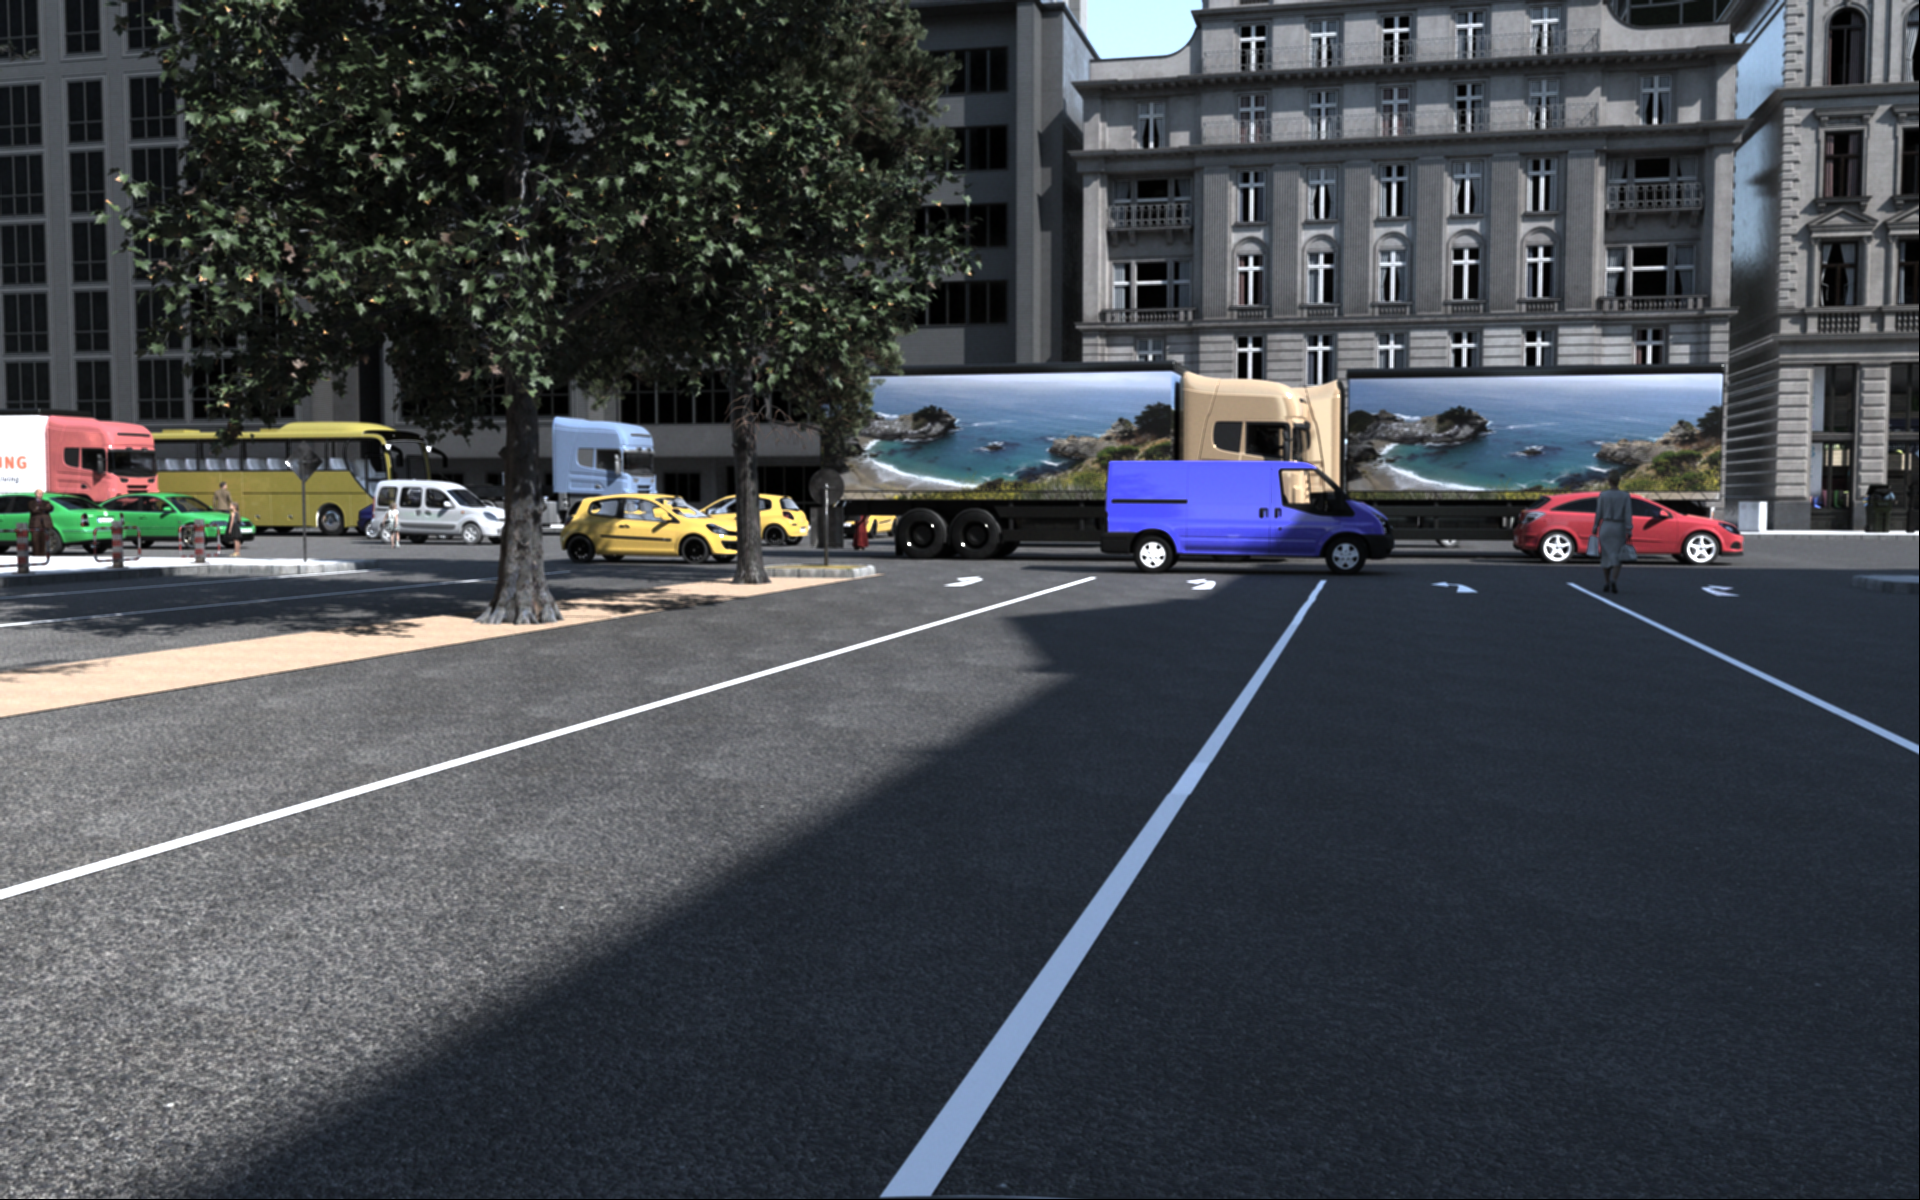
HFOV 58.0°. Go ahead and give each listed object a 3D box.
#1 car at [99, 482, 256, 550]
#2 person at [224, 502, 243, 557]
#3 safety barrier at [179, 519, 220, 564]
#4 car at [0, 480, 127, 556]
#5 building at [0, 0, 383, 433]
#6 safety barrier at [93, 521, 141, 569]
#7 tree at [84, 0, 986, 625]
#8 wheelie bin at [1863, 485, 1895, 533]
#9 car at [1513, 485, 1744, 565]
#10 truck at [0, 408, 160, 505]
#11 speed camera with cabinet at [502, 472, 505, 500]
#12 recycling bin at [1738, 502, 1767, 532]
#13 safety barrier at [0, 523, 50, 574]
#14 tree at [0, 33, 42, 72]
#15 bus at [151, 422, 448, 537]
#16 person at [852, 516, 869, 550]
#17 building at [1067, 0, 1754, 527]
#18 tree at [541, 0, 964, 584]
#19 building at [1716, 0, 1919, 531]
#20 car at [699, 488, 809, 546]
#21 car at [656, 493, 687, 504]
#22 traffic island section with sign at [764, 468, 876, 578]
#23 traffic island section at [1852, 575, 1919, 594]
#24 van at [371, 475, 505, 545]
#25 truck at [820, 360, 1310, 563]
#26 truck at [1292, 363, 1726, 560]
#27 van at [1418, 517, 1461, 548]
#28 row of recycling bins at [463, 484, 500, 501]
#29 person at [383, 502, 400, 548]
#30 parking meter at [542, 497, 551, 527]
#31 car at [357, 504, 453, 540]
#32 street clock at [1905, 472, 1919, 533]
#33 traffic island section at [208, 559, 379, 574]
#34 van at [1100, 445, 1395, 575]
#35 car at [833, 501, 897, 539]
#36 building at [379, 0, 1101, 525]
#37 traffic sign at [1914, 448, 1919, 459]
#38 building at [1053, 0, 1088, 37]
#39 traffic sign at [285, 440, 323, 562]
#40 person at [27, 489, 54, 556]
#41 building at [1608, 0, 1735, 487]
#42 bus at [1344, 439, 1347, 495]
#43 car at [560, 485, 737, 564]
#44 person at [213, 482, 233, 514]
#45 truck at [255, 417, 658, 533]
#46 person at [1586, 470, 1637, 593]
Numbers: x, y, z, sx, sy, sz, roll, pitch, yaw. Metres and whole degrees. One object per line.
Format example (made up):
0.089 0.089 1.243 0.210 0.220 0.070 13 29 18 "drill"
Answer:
-20.950 -2.261 45.767 4.718 1.807 1.959 1 4 13 "car"
-16.696 -1.627 39.777 0.373 1.253 0.362 0 4 -2 "person"
-14.037 -1.083 31.977 0.300 0.817 1.120 1 4 14 "safety barrier"
-22.377 -1.993 41.388 4.718 1.807 1.959 1 4 12 "car"
-36.194 -17.644 81.987 24.014 27.812 14.314 1 4 14 "building"
-14.542 -0.955 29.895 0.300 0.817 1.120 1 4 14 "safety barrier"
-4.860 -6.094 19.110 9.611 12.733 9.660 0 3 0 "tree"
30.671 -3.049 57.756 0.980 1.594 0.693 0 4 4 "wheelie bin"
13.816 -1.641 35.865 4.494 1.783 2.155 1 4 14 "car"
-31.966 -4.244 58.297 11.283 4.237 2.839 1 4 13 "truck"
-17.245 -4.549 68.719 2.038 3.252 0.660 2 4 33 "speed camera with cabinet"
26.726 -2.804 58.402 0.722 1.027 0.722 3 5 42 "recycling bin"
-15.053 -0.828 27.817 0.300 0.817 1.120 1 4 14 "safety barrier"
-7.852 -5.788 7.464 12.009 13.543 11.850 0 3 0 "tree"
-24.012 -4.196 60.150 12.252 3.916 2.896 1 4 14 "bus"
-2.556 -2.045 44.410 0.387 1.526 0.523 1 4 16 "person"
17.289 -13.909 69.221 24.055 21.916 13.314 1 4 14 "building"
-3.431 -6.286 27.289 6.751 12.117 7.091 0 3 0 "tree"
38.763 -14.306 62.773 19.941 23.489 11.050 1 4 14 "building"
-6.279 -2.354 48.713 3.980 1.641 2.015 1 4 13 "car"
-10.583 -2.823 56.372 3.980 1.641 2.015 1 4 13 "car"
-2.534 -1.361 30.390 2.006 1.907 1.989 1 4 14 "traffic island section with sign"
14.685 -0.225 25.961 2.009 0.180 2.903 1 4 14 "traffic island section"
-14.803 -2.618 49.812 4.112 2.044 2.013 1 4 16 "van"
2.613 -3.005 38.044 11.283 4.237 2.839 1 4 15 "truck"
11.119 -3.092 39.474 11.283 4.237 2.839 1 4 13 "truck"
11.922 -2.461 47.242 4.112 2.044 2.013 1 4 12 "van"
-19.802 -3.762 68.617 1.069 1.692 3.534 2 4 35 "row of recycling bins"
-15.087 -1.982 45.925 0.505 1.210 0.382 0 4 3 "person"
-15.945 -3.559 66.593 0.372 1.533 0.369 0 3 0 "parking meter"
-17.003 -2.588 54.902 3.894 1.354 1.945 1 4 15 "car"
31.515 -3.229 57.368 0.358 2.002 0.471 0 4 2 "street clock"
-12.317 -0.627 32.525 2.009 0.180 2.903 1 4 14 "traffic island section"
5.252 -1.669 31.672 5.245 2.365 2.240 1 4 12 "van"
-3.308 -2.866 57.091 2.015 1.641 3.980 1 4 12 "car"
-9.226 -15.720 76.083 30.058 24.678 14.314 1 4 14 "building"
14.660 -1.361 25.889 0.795 2.450 0.064 1 4 14 "traffic sign"
-2.205 -36.753 142.905 21.231 58.520 28.212 1 4 14 "building"
-12.292 -1.762 32.457 0.795 2.450 0.064 1 4 14 "traffic sign"
-19.256 -1.561 36.295 0.482 1.546 0.388 -3 4 -36 "person"
56.773 -42.118 126.879 20.563 71.187 20.611 1 4 14 "building"
6.837 -3.687 55.144 13.247 3.499 2.948 1 4 15 "bus"
-6.348 -1.599 36.362 3.980 1.641 2.015 1 4 15 "car"
-24.448 -3.007 57.569 0.656 1.842 0.836 -3 5 -40 "person"
-19.383 -4.445 62.442 18.799 4.110 2.967 1 4 14 "truck"
9.447 -0.997 25.159 0.694 1.780 0.624 3 5 40 "person"
